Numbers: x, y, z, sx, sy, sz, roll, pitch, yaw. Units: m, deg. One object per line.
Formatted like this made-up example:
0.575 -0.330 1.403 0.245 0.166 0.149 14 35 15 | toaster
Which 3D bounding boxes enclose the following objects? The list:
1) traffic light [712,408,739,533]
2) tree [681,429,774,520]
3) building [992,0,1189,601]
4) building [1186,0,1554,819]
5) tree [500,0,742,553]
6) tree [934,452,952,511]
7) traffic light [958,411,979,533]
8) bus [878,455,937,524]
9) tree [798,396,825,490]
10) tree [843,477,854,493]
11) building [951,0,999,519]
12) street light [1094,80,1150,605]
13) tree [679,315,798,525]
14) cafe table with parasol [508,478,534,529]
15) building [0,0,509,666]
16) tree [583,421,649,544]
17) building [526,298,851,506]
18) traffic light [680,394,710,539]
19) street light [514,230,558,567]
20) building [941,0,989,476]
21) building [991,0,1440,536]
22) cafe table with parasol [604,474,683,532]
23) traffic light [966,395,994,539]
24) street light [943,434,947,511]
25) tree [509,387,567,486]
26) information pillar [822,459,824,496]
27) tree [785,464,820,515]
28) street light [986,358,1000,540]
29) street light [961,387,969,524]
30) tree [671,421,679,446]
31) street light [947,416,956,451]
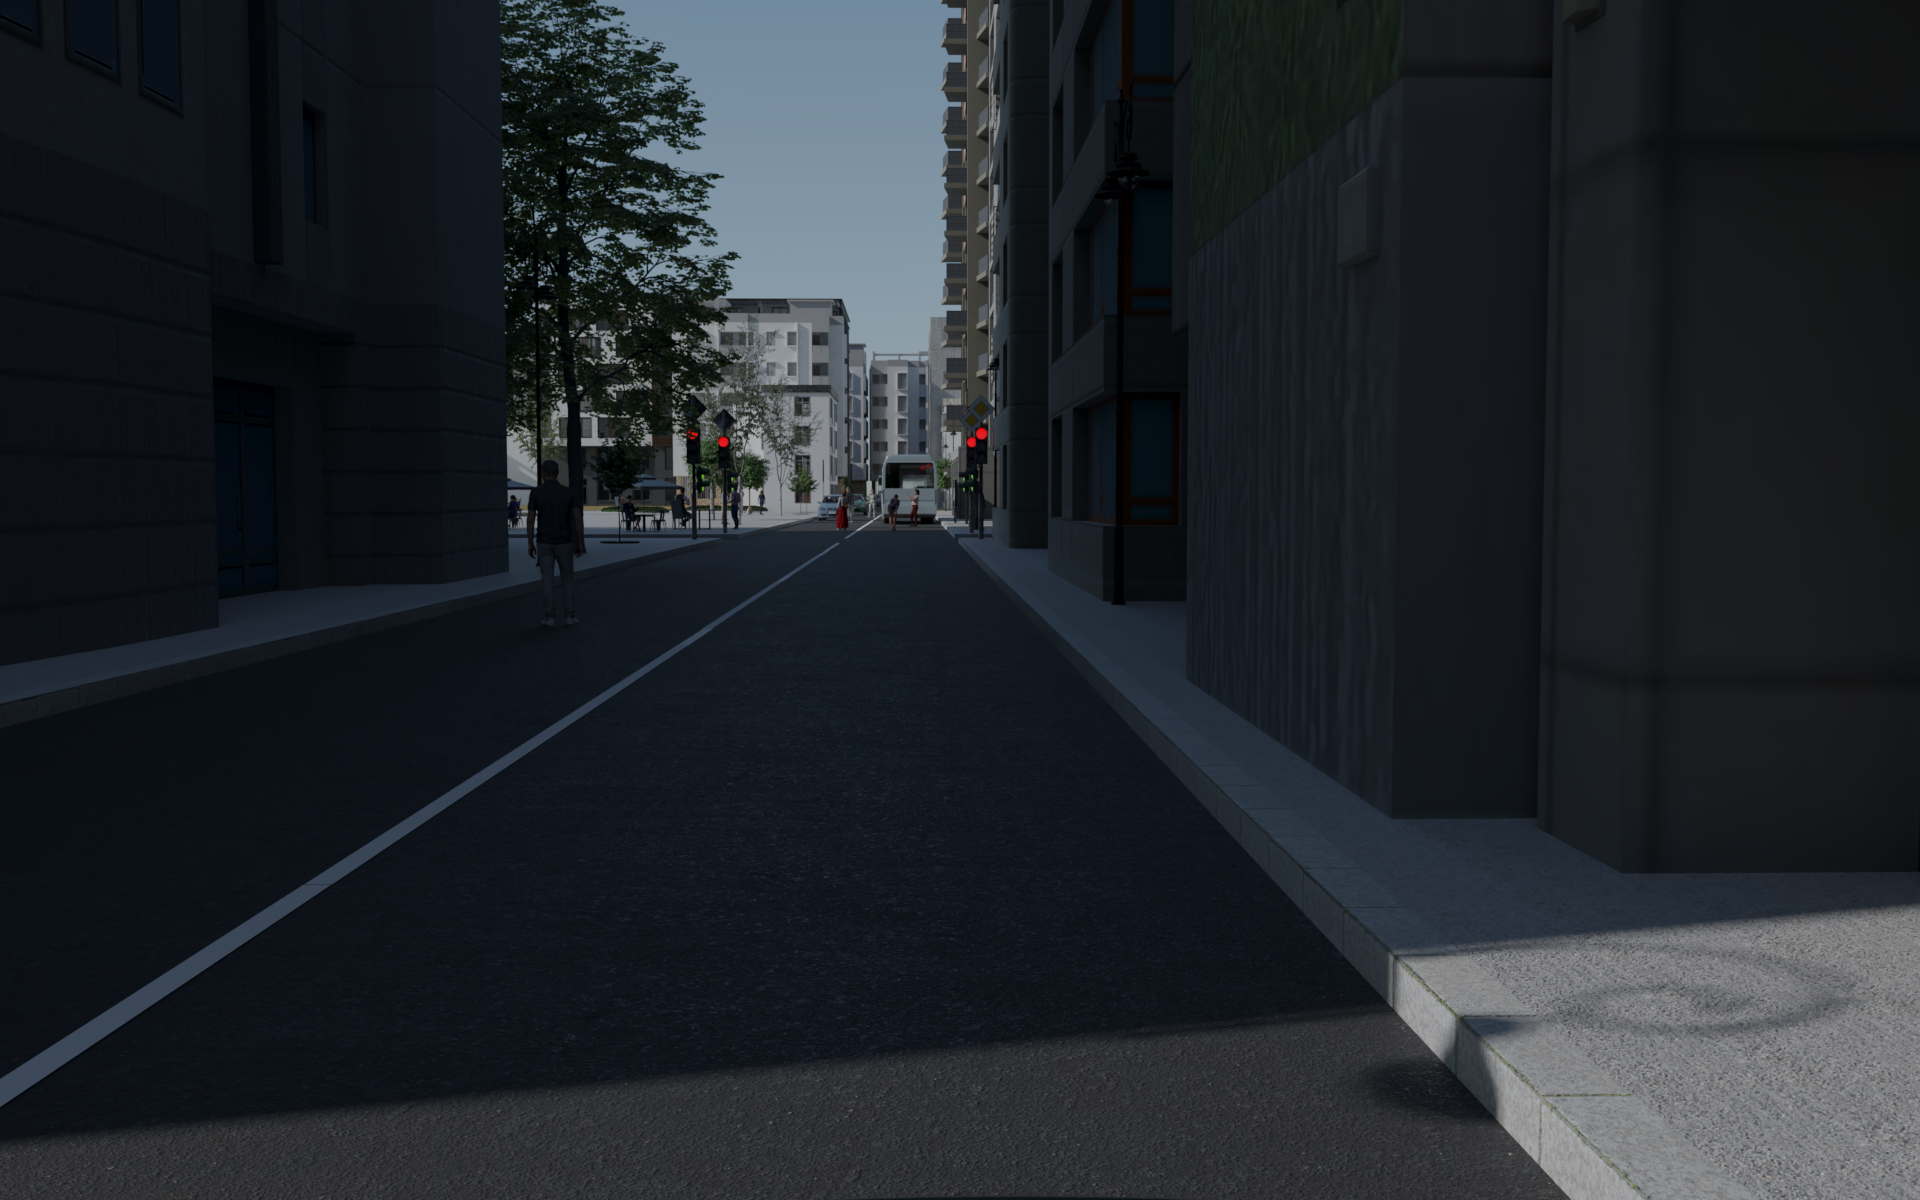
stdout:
-7.712 -4.156 56.865 0.839 4.253 0.868 0 4 -2 | traffic light
-12.042 -6.205 85.167 4.285 4.588 4.351 0 3 0 | tree
15.136 -11.608 34.838 27.650 21.520 28.899 0 4 -2 | building
8.531 -20.122 12.598 14.154 41.232 14.086 0 4 -2 | building
-8.779 -7.294 37.384 7.486 12.596 7.792 0 3 0 | tree
-0.865 -9.264 135.180 4.285 4.588 4.351 0 3 0 | tree
0.366 -4.170 57.099 0.839 4.253 0.868 0 4 -2 | traffic light
-2.661 -5.657 87.352 2.948 3.499 13.247 0 4 -3 | bus
-10.323 -9.210 100.945 4.360 8.622 3.978 0 3 0 | tree
-11.904 -11.204 177.785 1.663 3.219 1.824 0 3 0 | tree
9.987 -39.938 91.241 20.563 71.187 20.611 0 4 -2 | building
1.841 -2.883 19.929 0.468 5.910 1.993 0 4 -2 | street light
-9.181 -7.401 71.367 4.360 8.622 3.978 0 3 0 | tree
-16.976 -3.609 63.878 2.610 1.966 2.610 0 4 3 | cafe table with parasol
-17.567 -28.784 12.615 21.231 58.520 28.212 0 4 -2 | building
-8.816 -3.089 45.101 1.663 3.219 1.824 0 3 0 | tree
-28.975 -21.442 194.553 32.646 21.610 27.936 0 4 -2 | building
-7.495 -3.667 48.883 0.839 4.253 0.868 0 4 -2 | traffic light
-7.445 -3.534 30.569 0.468 5.910 1.993 0 4 -2 | street light
9.859 -28.306 117.424 22.147 44.769 28.867 0 4 -2 | building
8.449 -23.237 63.518 14.086 41.232 14.154 0 4 -2 | building
-10.773 -3.313 59.033 2.610 1.966 2.610 0 4 5 | cafe table with parasol
0.583 -3.682 49.117 0.839 4.253 0.868 0 4 -2 | traffic light
-1.075 -9.710 131.550 0.468 5.910 1.993 0 4 -2 | street light
-26.574 -9.755 109.850 4.737 8.622 4.395 0 3 0 | tree
-9.237 -7.689 117.077 0.183 3.616 0.504 0 4 -2 | information pillar
-10.049 -7.014 109.277 1.663 3.219 1.824 0 3 0 | tree
0.997 -4.637 48.607 0.468 5.910 1.993 0 4 -2 | street light
0.292 -6.224 74.546 0.468 5.910 1.993 0 4 -2 | street light
-16.134 -9.829 111.070 4.360 8.622 3.978 0 3 0 | tree
-0.397 -7.965 103.017 0.468 5.910 1.993 0 4 -2 | street light
